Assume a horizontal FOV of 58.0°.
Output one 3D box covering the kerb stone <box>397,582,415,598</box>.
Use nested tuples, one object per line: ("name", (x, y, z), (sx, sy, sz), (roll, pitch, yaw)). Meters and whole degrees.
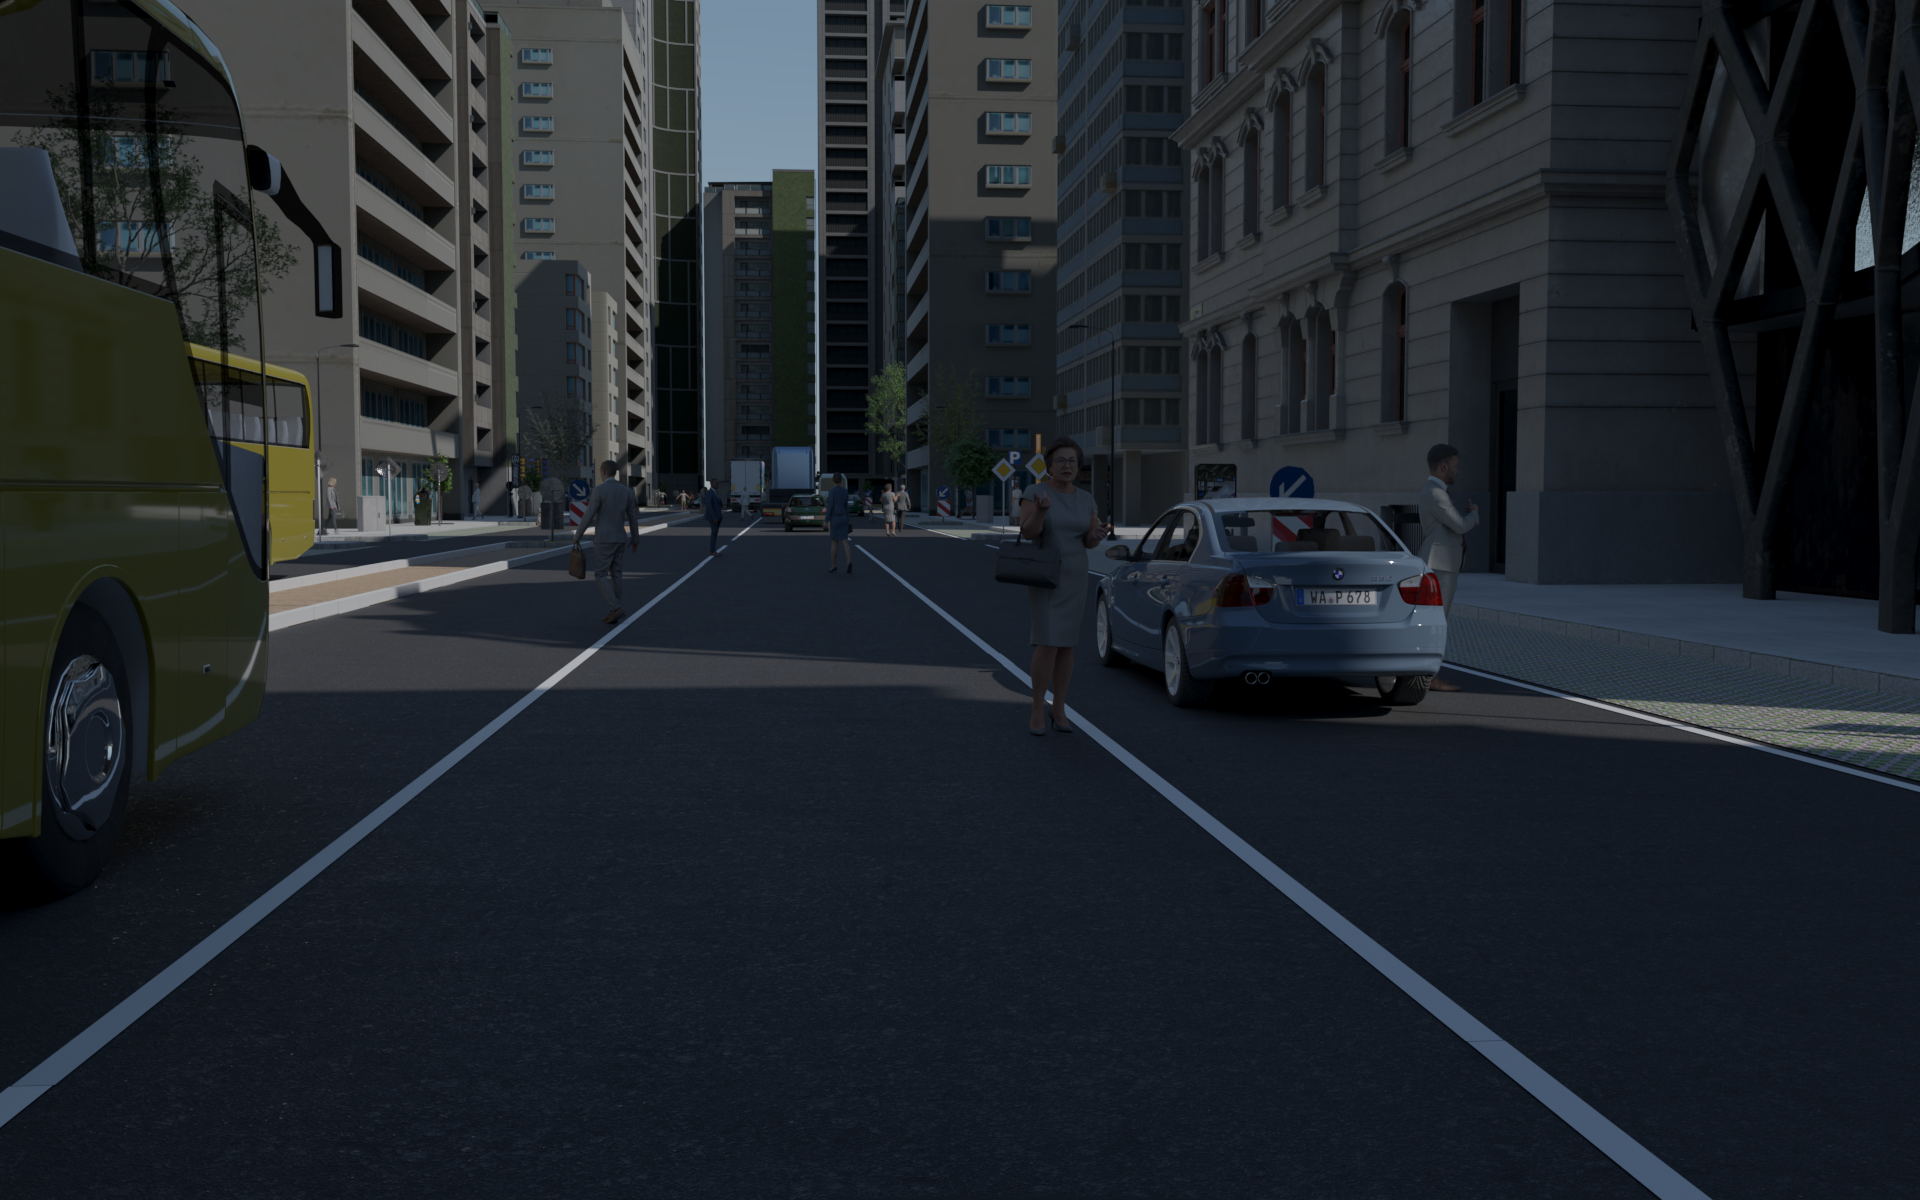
("kerb stone", (-7.836, -0.127, 24.265), (0.120, 0.150, 1.000), (0, 4, -6))

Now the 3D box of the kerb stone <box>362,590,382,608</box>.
("kerb stone", (-7.636, -0.002, 22.226), (0.120, 0.150, 1.000), (0, 4, -6))

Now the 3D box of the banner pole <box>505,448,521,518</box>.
("banner pole", (-24.181, -6.338, 93.642), (0.863, 3.779, 0.401), (-1, 4, -8))

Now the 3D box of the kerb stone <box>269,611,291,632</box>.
("kerb stone", (-7.248, 0.248, 18.145), (0.120, 0.150, 1.000), (0, 4, -6))

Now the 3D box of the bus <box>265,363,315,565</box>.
("bus", (-11.774, -1.984, 23.993), (2.896, 3.916, 12.252), (0, 4, -7))

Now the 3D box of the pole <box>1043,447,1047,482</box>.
("pole", (3.625, -4.932, 74.478), (0.158, 3.312, 0.155), (0, 3, 0))

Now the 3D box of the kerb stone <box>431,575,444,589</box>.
("kerb stone", (-8.036, -0.248, 26.307), (0.120, 0.150, 1.000), (0, 4, -6))

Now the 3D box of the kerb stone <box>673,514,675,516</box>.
("kerb stone", (-18.097, -5.267, 108.310), (0.120, 0.150, 1.000), (0, 4, -6))

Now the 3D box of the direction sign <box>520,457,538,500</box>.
("direction sign", (-26.129, -6.884, 104.542), (0.876, 3.537, 0.379), (-1, 4, -10))

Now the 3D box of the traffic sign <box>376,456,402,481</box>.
("traffic sign", (-17.691, -3.147, 53.651), (0.795, 2.593, 0.064), (0, 4, -6))

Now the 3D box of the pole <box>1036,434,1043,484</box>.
("pole", (2.669, -3.994, 59.153), (0.158, 3.312, 0.155), (0, 3, 0))

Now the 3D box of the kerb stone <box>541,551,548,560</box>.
("kerb stone", (-9.123, -0.940, 37.559), (0.120, 0.150, 1.000), (0, 4, -6))

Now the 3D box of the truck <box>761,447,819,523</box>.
("truck", (-9.103, -6.324, 93.154), (2.967, 4.110, 18.799), (0, 4, -4))

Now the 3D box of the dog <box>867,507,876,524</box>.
("dog", (-4.391, -4.140, 84.533), (0.513, 0.831, 0.800), (1, 4, 22))

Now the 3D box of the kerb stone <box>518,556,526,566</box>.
("kerb stone", (-8.830, -0.751, 34.477), (0.120, 0.150, 1.000), (0, 4, -6))

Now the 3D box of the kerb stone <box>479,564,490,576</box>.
("kerb stone", (-8.436, -0.501, 30.393), (0.120, 0.150, 1.000), (0, 4, -6))

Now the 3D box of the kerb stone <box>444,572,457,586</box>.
("kerb stone", (-8.131, -0.312, 27.329), (0.120, 0.150, 1.000), (0, 4, -6))

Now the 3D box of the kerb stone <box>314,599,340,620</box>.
("kerb stone", (-7.445, 0.123, 20.184), (0.120, 0.150, 1.000), (0, 4, -6))

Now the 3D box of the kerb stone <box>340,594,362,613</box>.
("kerb stone", (-7.535, 0.061, 21.206), (0.120, 0.150, 1.000), (0, 4, -6))

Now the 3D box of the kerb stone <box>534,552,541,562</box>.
("kerb stone", (-9.030, -0.877, 36.528), (0.120, 0.150, 1.000), (0, 4, -6))

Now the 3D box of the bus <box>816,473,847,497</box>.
("bus", (-12.109, -10.345, 163.993), (2.948, 3.499, 13.247), (0, 4, -5))

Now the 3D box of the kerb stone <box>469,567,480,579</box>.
("kerb stone", (-8.334, -0.438, 29.371), (0.120, 0.150, 1.000), (0, 4, -6))

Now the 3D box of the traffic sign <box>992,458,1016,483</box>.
("traffic sign", (1.416, -3.259, 55.477), (0.795, 2.593, 0.064), (0, 4, -6))

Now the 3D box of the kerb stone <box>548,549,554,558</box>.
("kerb stone", (-9.228, -0.999, 38.575), (0.120, 0.150, 1.000), (0, 4, -6))

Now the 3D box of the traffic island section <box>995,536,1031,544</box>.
("traffic island section", (2.209, -1.549, 47.614), (2.009, 0.180, 2.903), (0, 4, -6))

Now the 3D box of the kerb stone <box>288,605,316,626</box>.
("kerb stone", (-7.352, 0.186, 19.162), (0.120, 0.150, 1.000), (0, 4, -6))

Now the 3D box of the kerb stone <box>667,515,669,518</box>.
("kerb stone", (-17.610, -4.946, 103.202), (0.120, 0.150, 1.000), (0, 4, -6))

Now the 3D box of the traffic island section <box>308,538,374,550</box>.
("traffic island section", (-16.943, -1.437, 45.768), (2.009, 0.180, 2.903), (0, 4, -6))

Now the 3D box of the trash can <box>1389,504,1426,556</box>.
("trash can", (6.229, -0.735, 23.663), (0.748, 1.137, 0.748), (0, 3, 0))

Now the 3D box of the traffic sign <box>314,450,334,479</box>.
("traffic sign", (-16.920, -2.661, 45.703), (0.795, 2.593, 0.064), (0, 4, -6))

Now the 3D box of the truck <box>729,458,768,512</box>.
("truck", (-17.097, -9.237, 139.942), (2.839, 4.237, 11.283), (0, 4, -5))

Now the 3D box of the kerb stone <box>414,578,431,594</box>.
("kerb stone", (-7.931, -0.189, 25.283), (0.120, 0.150, 1.000), (0, 4, -6))

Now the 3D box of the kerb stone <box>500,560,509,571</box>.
("kerb stone", (-8.632, -0.626, 32.434), (0.120, 0.150, 1.000), (0, 4, -6))

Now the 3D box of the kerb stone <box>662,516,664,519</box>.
("kerb stone", (-17.201, -4.705, 99.118), (0.120, 0.150, 1.000), (0, 4, -6))

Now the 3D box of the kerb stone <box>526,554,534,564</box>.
("kerb stone", (-8.928, -0.812, 35.501), (0.120, 0.150, 1.000), (0, 4, -6))

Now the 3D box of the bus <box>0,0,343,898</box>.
("bus", (-3.966, -0.690, 2.830), (2.896, 3.916, 12.252), (0, 4, -6))

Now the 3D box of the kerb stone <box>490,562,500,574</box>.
("kerb stone", (-8.535, -0.564, 31.411), (0.120, 0.150, 1.000), (0, 4, -6))

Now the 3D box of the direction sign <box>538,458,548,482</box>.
("direction sign", (-26.625, -7.229, 110.186), (0.876, 3.537, 0.379), (1, 4, 17))

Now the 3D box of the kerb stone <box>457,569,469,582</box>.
("kerb stone", (-8.237, -0.377, 28.353), (0.120, 0.150, 1.000), (0, 4, -6))

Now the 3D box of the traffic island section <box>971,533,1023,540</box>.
("traffic island section", (1.439, -2.036, 55.562), (2.009, 0.180, 2.903), (0, 4, -6))

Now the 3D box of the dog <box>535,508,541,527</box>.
("dog", (-18.656, -3.644, 76.409), (0.513, 0.831, 0.800), (3, 4, 38))

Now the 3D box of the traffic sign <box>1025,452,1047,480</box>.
("traffic sign", (2.187, -2.773, 47.529), (0.795, 2.593, 0.064), (0, 4, -6))

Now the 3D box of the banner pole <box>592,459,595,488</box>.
("banner pole", (-26.247, -8.205, 124.165), (0.401, 3.779, 0.863), (-2, 4, -30))

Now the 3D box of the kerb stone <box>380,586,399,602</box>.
("kerb stone", (-7.739, -0.063, 23.244), (0.120, 0.150, 1.000), (0, 4, -6))

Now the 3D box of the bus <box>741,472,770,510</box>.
("bus", (-19.602, -10.512, 163.411), (2.896, 3.916, 12.252), (0, 4, -4))

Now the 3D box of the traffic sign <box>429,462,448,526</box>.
("traffic sign", (-20.964, -4.256, 69.690), (0.768, 2.556, 0.104), (0, 4, -1))

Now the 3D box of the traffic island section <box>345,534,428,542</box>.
("traffic island section", (-17.714, -1.923, 53.716), (2.009, 0.180, 2.903), (0, 4, -6))

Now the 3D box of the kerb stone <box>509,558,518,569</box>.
("kerb stone", (-8.736, -0.689, 33.454), (0.120, 0.150, 1.000), (0, 4, -6))
